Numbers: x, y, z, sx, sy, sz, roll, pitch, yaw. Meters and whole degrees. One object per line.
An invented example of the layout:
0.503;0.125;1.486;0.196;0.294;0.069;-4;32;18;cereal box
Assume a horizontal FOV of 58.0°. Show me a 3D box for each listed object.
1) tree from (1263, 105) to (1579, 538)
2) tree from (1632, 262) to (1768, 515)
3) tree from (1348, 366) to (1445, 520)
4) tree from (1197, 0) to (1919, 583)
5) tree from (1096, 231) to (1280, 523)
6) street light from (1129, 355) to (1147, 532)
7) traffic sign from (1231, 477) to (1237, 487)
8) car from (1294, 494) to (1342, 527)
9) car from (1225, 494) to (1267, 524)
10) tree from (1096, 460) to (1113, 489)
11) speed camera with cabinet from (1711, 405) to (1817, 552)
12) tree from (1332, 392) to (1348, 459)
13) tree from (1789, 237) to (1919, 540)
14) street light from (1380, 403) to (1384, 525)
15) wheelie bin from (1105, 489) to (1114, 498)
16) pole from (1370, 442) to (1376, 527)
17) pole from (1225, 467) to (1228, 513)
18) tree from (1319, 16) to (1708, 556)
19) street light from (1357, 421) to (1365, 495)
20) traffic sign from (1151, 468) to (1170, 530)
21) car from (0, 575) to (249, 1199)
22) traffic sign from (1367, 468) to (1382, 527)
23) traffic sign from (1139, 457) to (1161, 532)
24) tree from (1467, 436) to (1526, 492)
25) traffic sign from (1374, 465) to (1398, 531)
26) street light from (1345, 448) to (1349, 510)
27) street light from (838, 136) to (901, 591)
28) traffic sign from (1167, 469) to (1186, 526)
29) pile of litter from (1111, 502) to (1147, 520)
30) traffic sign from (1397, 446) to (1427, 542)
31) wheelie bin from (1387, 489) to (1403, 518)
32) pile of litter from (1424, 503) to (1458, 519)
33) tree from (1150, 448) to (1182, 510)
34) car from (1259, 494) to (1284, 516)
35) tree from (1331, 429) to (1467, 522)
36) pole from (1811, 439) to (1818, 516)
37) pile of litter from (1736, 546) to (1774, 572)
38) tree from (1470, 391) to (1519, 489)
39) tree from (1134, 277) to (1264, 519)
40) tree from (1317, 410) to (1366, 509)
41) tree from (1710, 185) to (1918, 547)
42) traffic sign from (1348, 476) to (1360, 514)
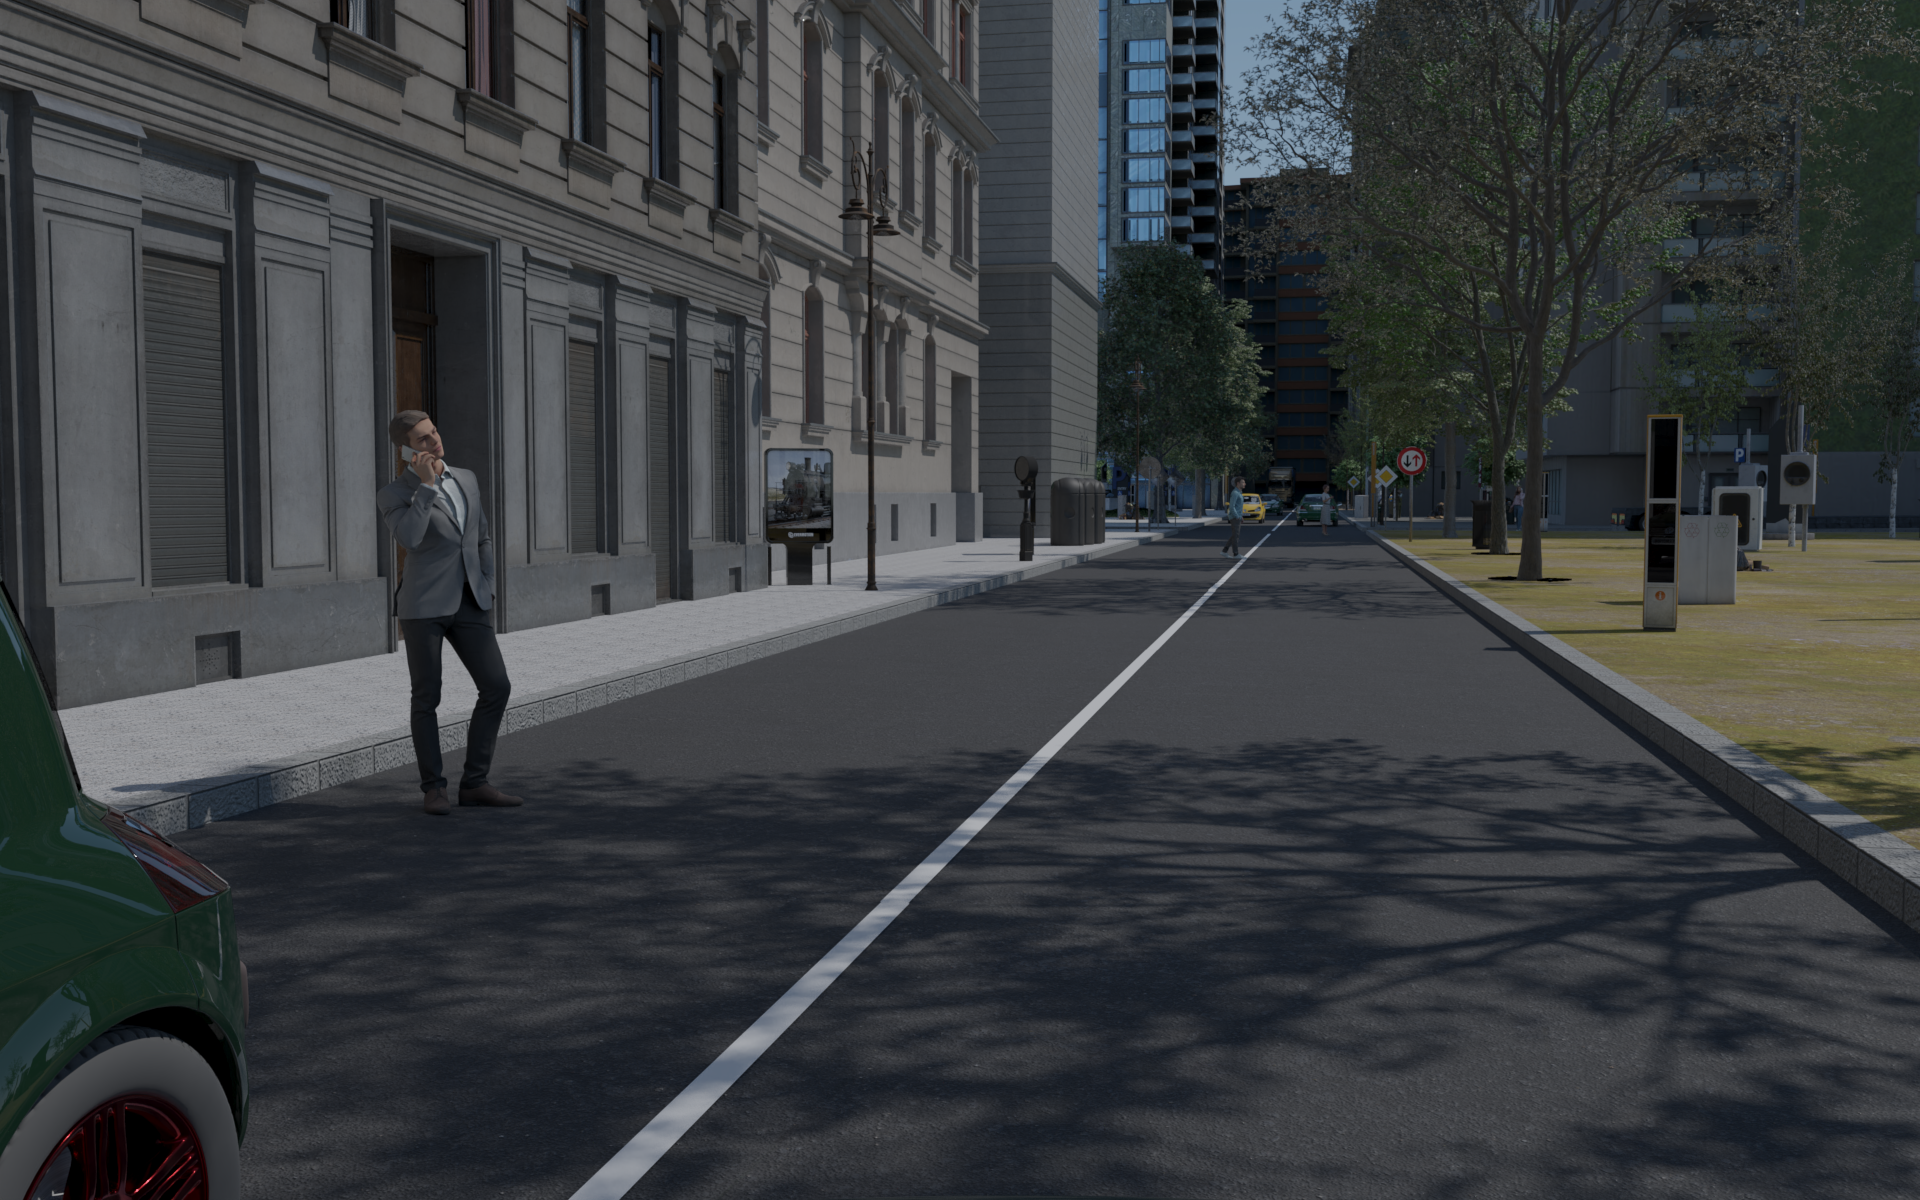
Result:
14.050;-8.121;50.902;7.486;12.596;7.792;0;3;0;tree
23.820;-6.436;55.589;4.737;8.622;4.395;0;3;0;tree
22.102;-8.342;86.758;4.737;8.622;4.395;0;3;0;tree
8.595;-7.032;25.345;12.009;13.543;11.850;0;3;0;tree
8.638;-9.710;75.762;9.611;12.733;9.660;0;3;0;tree
5.931;-5.201;57.816;0.468;5.910;1.993;1;4;11;street light
20.381;-7.814;127.865;0.768;2.556;0.104;1;4;21;traffic sign
16.131;-4.053;78.067;2.131;1.459;4.920;1;4;12;car
14.065;-4.573;84.991;2.015;1.641;3.980;1;4;12;car
11.233;-9.774;143.524;4.285;4.588;4.351;0;3;0;tree
18.046;-2.723;38.857;2.038;3.252;0.660;2;4;31;speed camera with cabinet
23.037;-8.850;95.057;4.737;8.622;4.395;0;3;0;tree
27.804;-6.155;50.992;4.360;8.622;3.978;0;3;0;tree
17.277;-5.987;70.674;0.468;5.910;1.993;1;4;11;street light
10.079;-6.776;118.695;0.980;1.594;0.693;2;4;24;wheelie bin
16.138;-4.510;67.586;0.158;3.312;0.155;0;3;0;pole
17.632;-7.381;114.523;0.158;3.312;0.155;0;3;0;pole
11.478;-6.768;36.411;9.928;11.665;9.643;0;3;0;tree
24.556;-8.149;106.023;0.468;5.910;1.993;1;4;11;street light
7.045;-3.537;61.479;0.795;2.450;0.064;1;4;11;traffic sign
-2.331;0.517;1.337;2.009;1.686;4.222;1;4;12;car
16.314;-3.920;67.736;0.795;2.450;0.064;1;4;11;traffic sign
6.471;-3.610;59.133;0.768;2.556;0.104;1;4;20;traffic sign
25.967;-6.131;83.961;4.285;4.588;4.351;0;3;0;tree
14.730;-3.441;59.909;0.795;2.450;0.064;1;4;11;traffic sign
31.497;-10.285;140.946;0.468;5.910;1.993;1;4;11;street light
-1.179;-3.064;22.888;0.468;5.910;1.993;1;4;11;street light
8.629;-4.016;69.306;0.795;2.450;0.064;1;4;11;traffic sign
8.441;-4.436;86.499;1.719;0.858;1.176;2;4;27;pile of litter
12.094;-2.832;46.417;0.768;2.556;0.104;1;4;12;traffic sign
23.278;-5.180;92.605;0.693;1.594;0.980;2;4;31;wheelie bin
24.614;-4.555;88.444;1.719;0.858;1.176;1;4;20;pile of litter
14.189;-10.298;118.739;4.737;8.622;4.395;0;3;0;tree
20.522;-6.334;115.353;2.131;1.459;4.920;1;4;13;car
20.539;-5.961;81.181;4.285;4.588;4.351;0;3;0;tree
31.957;-4.339;64.778;0.158;3.312;0.155;0;3;0;pole
12.930;-0.943;29.378;1.176;0.858;1.719;-1;4;-19;pile of litter
30.255;-8.810;94.408;4.360;8.622;3.978;0;3;0;tree
12.461;-10.568;90.918;7.486;12.596;7.792;0;3;0;tree
33.385;-12.205;149.908;4.360;8.622;3.978;0;3;0;tree
20.492;-5.596;41.865;4.360;8.622;3.978;0;3;0;tree
24.750;-6.589;108.915;0.795;2.450;0.064;1;4;17;traffic sign
